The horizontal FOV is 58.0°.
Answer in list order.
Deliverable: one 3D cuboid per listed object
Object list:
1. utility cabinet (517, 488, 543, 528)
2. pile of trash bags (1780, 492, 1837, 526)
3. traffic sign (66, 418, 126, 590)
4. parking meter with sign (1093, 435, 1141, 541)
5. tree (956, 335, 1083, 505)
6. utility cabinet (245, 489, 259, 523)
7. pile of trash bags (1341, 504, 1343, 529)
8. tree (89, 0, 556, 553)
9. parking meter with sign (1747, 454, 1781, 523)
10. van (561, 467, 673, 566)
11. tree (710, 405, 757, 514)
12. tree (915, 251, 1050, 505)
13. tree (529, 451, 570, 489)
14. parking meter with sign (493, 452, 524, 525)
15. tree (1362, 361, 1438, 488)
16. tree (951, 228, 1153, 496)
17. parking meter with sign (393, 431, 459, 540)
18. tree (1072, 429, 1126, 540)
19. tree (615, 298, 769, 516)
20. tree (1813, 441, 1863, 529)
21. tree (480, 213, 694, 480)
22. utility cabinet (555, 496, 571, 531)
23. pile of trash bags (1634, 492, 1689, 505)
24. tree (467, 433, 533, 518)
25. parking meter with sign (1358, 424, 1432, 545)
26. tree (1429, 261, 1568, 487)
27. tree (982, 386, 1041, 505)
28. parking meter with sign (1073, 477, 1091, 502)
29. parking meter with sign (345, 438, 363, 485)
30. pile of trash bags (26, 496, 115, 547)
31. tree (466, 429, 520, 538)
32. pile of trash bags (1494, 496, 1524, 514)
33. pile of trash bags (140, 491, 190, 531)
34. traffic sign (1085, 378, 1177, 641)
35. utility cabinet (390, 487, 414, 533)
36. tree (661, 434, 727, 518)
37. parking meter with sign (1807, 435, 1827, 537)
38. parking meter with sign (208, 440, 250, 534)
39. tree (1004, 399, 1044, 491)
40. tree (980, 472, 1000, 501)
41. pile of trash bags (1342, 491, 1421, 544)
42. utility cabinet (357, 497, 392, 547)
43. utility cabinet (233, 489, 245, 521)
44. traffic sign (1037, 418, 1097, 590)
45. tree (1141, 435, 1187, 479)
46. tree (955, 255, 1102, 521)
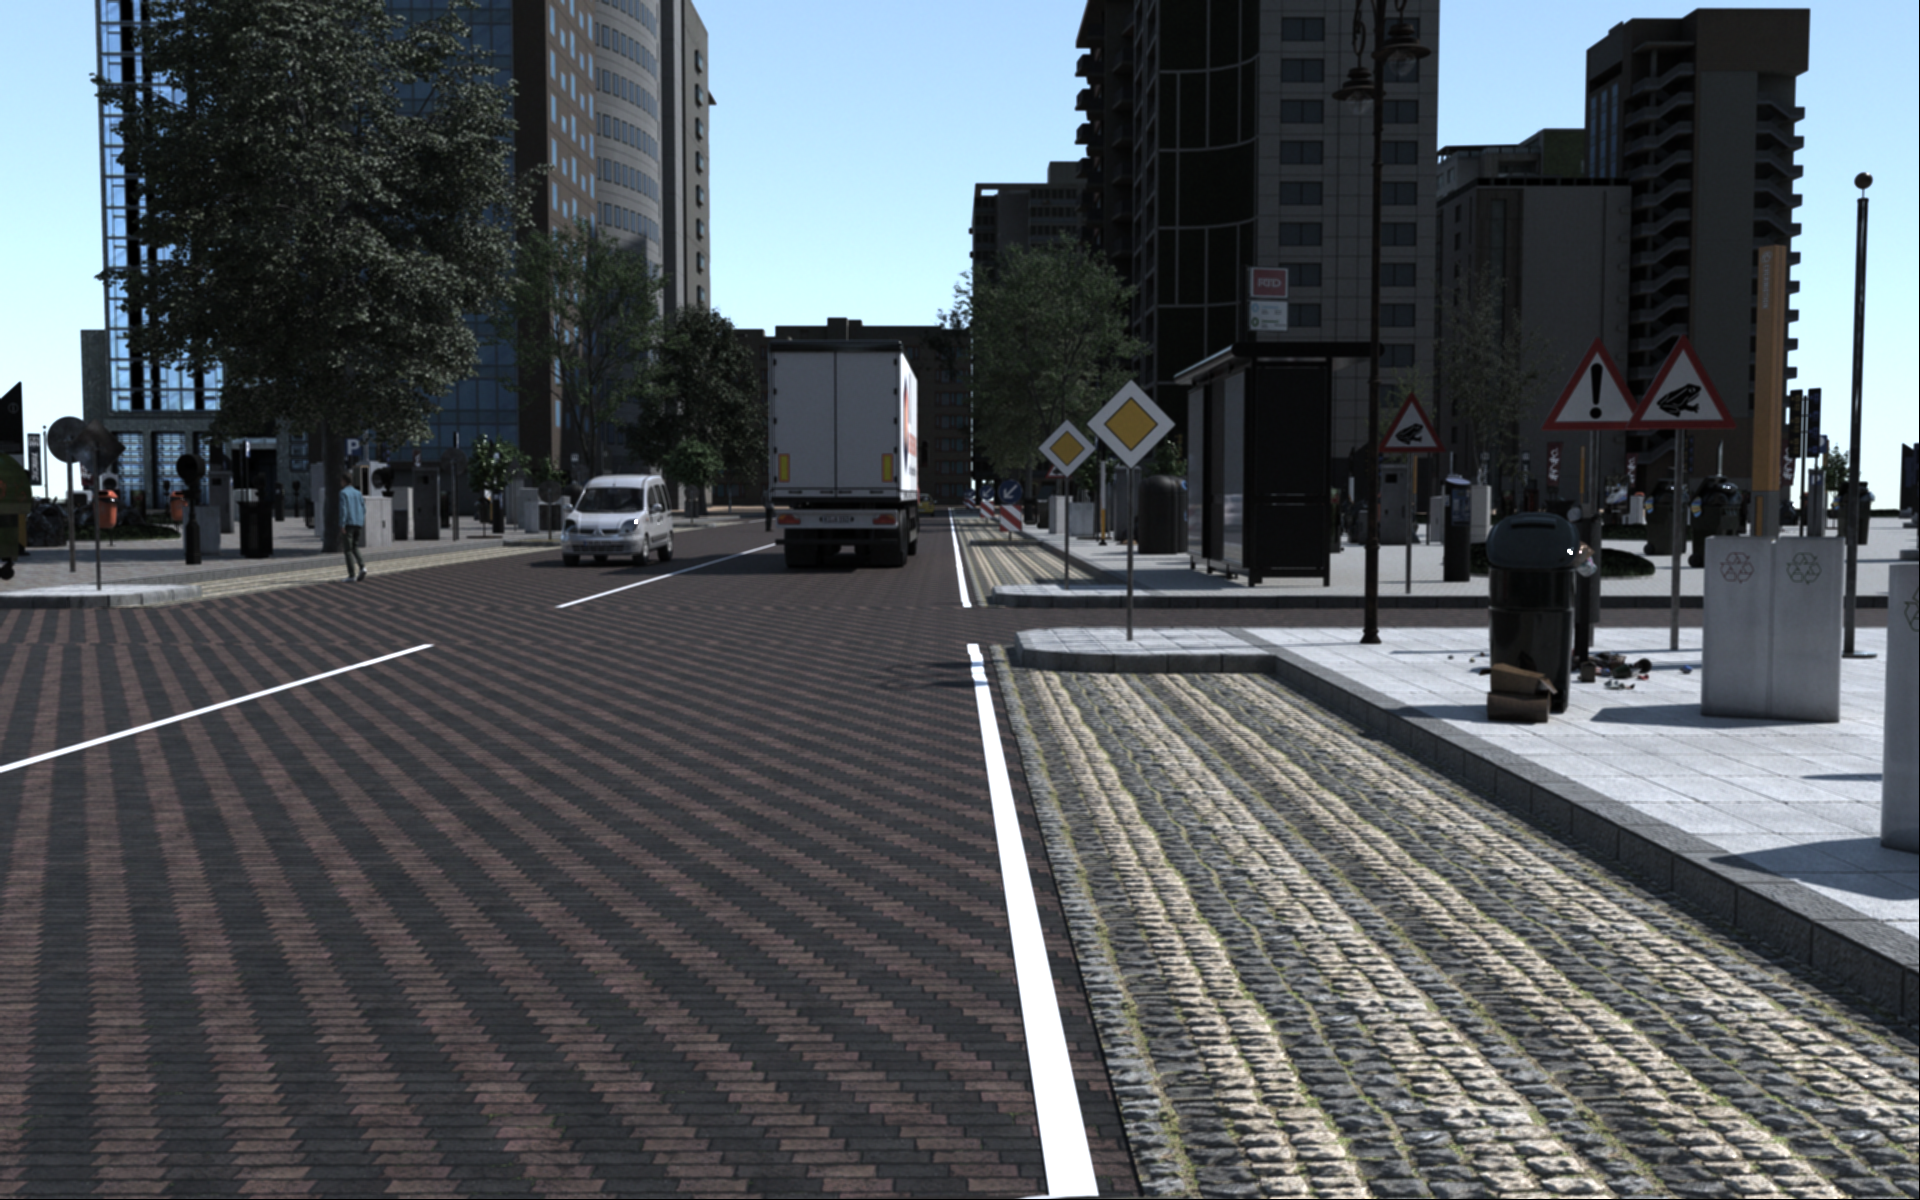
[{"bbox_3d":[-15.933,-3.398,64.243,1.173,1.500,0.318,3,4,37],"label":"utility cabinet"},{"bbox_3d":[34.631,-3.755,71.145,1.912,1.369,3.447,3,4,36],"label":"pile of trash bags"},{"bbox_3d":[-11.471,-1.185,23.019,0.795,2.450,0.064,0,4,0],"label":"traffic sign"},{"bbox_3d":[4.556,-3.103,46.997,1.738,3.016,0.543,0,4,-6],"label":"parking meter with sign"},{"bbox_3d":[3.352,-9.719,93.313,7.601,10.594,8.767,0,4,-2],"label":"tree"},{"bbox_3d":[-29.420,-3.880,72.114,0.318,1.500,1.173,-2,4,-29],"label":"utility cabinet"},{"bbox_3d":[12.482,-2.878,56.809,1.912,1.369,3.447,2,4,28],"label":"pile of trash bags"},{"bbox_3d":[-13.612,-8.000,37.454,9.857,13.997,8.962,0,3,0],"label":"tree"},{"bbox_3d":[35.154,-4.869,75.875,0.543,3.016,1.738,-1,4,-8],"label":"parking meter with sign"},{"bbox_3d":[-7.059,-1.765,35.863,2.013,2.044,4.112,0,4,1],"label":"van"},{"bbox_3d":[-15.108,-9.978,113.508,4.737,8.622,4.395,0,3,0],"label":"tree"},{"bbox_3d":[2.547,-17.261,138.102,12.611,20.169,13.585,0,3,0],"label":"tree"},{"bbox_3d":[-18.297,-5.037,76.961,1.663,3.219,1.824,0,3,0],"label":"tree"},{"bbox_3d":[-18.712,-4.686,72.872,1.738,3.016,0.543,-3,5,-44],"label":"parking meter with sign"},{"bbox_3d":[24.549,-8.910,96.048,4.737,8.622,4.395,0,3,0],"label":"tree"},{"bbox_3d":[3.809,-8.782,69.343,9.928,11.665,9.643,0,3,0],"label":"tree"},{"bbox_3d":[-14.883,-3.181,48.270,1.738,3.016,0.543,-1,4,-12],"label":"parking meter with sign"},{"bbox_3d":[3.725,-3.338,49.176,1.663,3.219,1.824,0,3,0],"label":"tree"},{"bbox_3d":[-15.275,-11.284,101.509,9.611,12.733,9.660,0,3,0],"label":"tree"},{"bbox_3d":[32.187,-4.211,63.445,1.663,3.219,1.824,0,3,0],"label":"tree"},{"bbox_3d":[-14.181,-8.561,65.721,9.928,11.665,9.643,0,3,0],"label":"tree"},{"bbox_3d":[-14.050,-3.046,60.960,0.306,1.237,1.020,-3,4,-38],"label":"utility cabinet"},{"bbox_3d":[38.738,-5.214,94.998,3.447,1.369,1.912,1,4,13],"label":"pile of trash bags"},{"bbox_3d":[-24.760,-6.688,93.059,4.285,4.588,4.351,0,3,0],"label":"tree"},{"bbox_3d":[10.938,-2.893,43.569,1.738,3.016,0.543,1,4,21],"label":"parking meter with sign"},{"bbox_3d":[16.556,-6.371,54.528,4.360,8.622,3.978,0,3,0],"label":"tree"},{"bbox_3d":[3.384,-9.691,108.809,4.737,8.622,4.395,0,3,0],"label":"tree"},{"bbox_3d":[4.602,-3.736,57.341,1.738,3.016,0.543,0,4,0],"label":"parking meter with sign"},{"bbox_3d":[-18.899,-3.487,53.278,0.543,3.016,1.738,0,4,0],"label":"parking meter with sign"},{"bbox_3d":[-22.317,-1.997,42.396,3.447,1.369,1.912,0,4,-1],"label":"pile of trash bags"},{"bbox_3d":[-13.934,-3.415,50.437,1.663,3.219,1.824,0,3,0],"label":"tree"},{"bbox_3d":[28.298,-4.940,90.514,3.447,1.369,1.912,3,4,37],"label":"pile of trash bags"},{"bbox_3d":[-25.686,-2.682,53.596,3.447,1.369,1.912,-3,4,-36],"label":"pile of trash bags"},{"bbox_3d":[1.484,-0.701,15.111,0.795,2.450,0.064,0,4,0],"label":"traffic sign"},{"bbox_3d":[-18.336,-2.904,56.165,1.173,1.500,0.318,1,4,13],"label":"utility cabinet"},{"bbox_3d":[-14.140,-6.654,92.514,4.285,4.588,4.351,0,3,0],"label":"tree"},{"bbox_3d":[25.663,-3.399,51.834,0.543,3.016,1.738,2,4,30],"label":"parking meter with sign"},{"bbox_3d":[-24.028,-3.671,56.288,1.738,3.016,0.543,-1,4,-9],"label":"parking meter with sign"},{"bbox_3d":[4.186,-10.458,121.358,4.360,8.622,3.978,0,3,0],"label":"tree"},{"bbox_3d":[2.407,-9.527,150.365,1.663,3.219,1.824,0,3,0],"label":"tree"},{"bbox_3d":[11.295,-2.230,46.207,1.912,1.369,3.447,1,4,14],"label":"pile of trash bags"},{"bbox_3d":[-14.235,-1.892,42.089,0.306,1.237,1.020,1,4,20],"label":"utility cabinet"},{"bbox_3d":[-33.075,-4.355,79.880,1.173,1.500,0.318,3,4,38],"label":"utility cabinet"},{"bbox_3d":[1.423,-1.190,23.096,0.795,2.450,0.064,0,4,0],"label":"traffic sign"},{"bbox_3d":[6.493,-3.716,55.362,1.663,3.219,1.824,0,3,0],"label":"tree"},{"bbox_3d":[3.480,-10.035,82.194,7.486,12.596,7.792,0,3,0],"label":"tree"}]
